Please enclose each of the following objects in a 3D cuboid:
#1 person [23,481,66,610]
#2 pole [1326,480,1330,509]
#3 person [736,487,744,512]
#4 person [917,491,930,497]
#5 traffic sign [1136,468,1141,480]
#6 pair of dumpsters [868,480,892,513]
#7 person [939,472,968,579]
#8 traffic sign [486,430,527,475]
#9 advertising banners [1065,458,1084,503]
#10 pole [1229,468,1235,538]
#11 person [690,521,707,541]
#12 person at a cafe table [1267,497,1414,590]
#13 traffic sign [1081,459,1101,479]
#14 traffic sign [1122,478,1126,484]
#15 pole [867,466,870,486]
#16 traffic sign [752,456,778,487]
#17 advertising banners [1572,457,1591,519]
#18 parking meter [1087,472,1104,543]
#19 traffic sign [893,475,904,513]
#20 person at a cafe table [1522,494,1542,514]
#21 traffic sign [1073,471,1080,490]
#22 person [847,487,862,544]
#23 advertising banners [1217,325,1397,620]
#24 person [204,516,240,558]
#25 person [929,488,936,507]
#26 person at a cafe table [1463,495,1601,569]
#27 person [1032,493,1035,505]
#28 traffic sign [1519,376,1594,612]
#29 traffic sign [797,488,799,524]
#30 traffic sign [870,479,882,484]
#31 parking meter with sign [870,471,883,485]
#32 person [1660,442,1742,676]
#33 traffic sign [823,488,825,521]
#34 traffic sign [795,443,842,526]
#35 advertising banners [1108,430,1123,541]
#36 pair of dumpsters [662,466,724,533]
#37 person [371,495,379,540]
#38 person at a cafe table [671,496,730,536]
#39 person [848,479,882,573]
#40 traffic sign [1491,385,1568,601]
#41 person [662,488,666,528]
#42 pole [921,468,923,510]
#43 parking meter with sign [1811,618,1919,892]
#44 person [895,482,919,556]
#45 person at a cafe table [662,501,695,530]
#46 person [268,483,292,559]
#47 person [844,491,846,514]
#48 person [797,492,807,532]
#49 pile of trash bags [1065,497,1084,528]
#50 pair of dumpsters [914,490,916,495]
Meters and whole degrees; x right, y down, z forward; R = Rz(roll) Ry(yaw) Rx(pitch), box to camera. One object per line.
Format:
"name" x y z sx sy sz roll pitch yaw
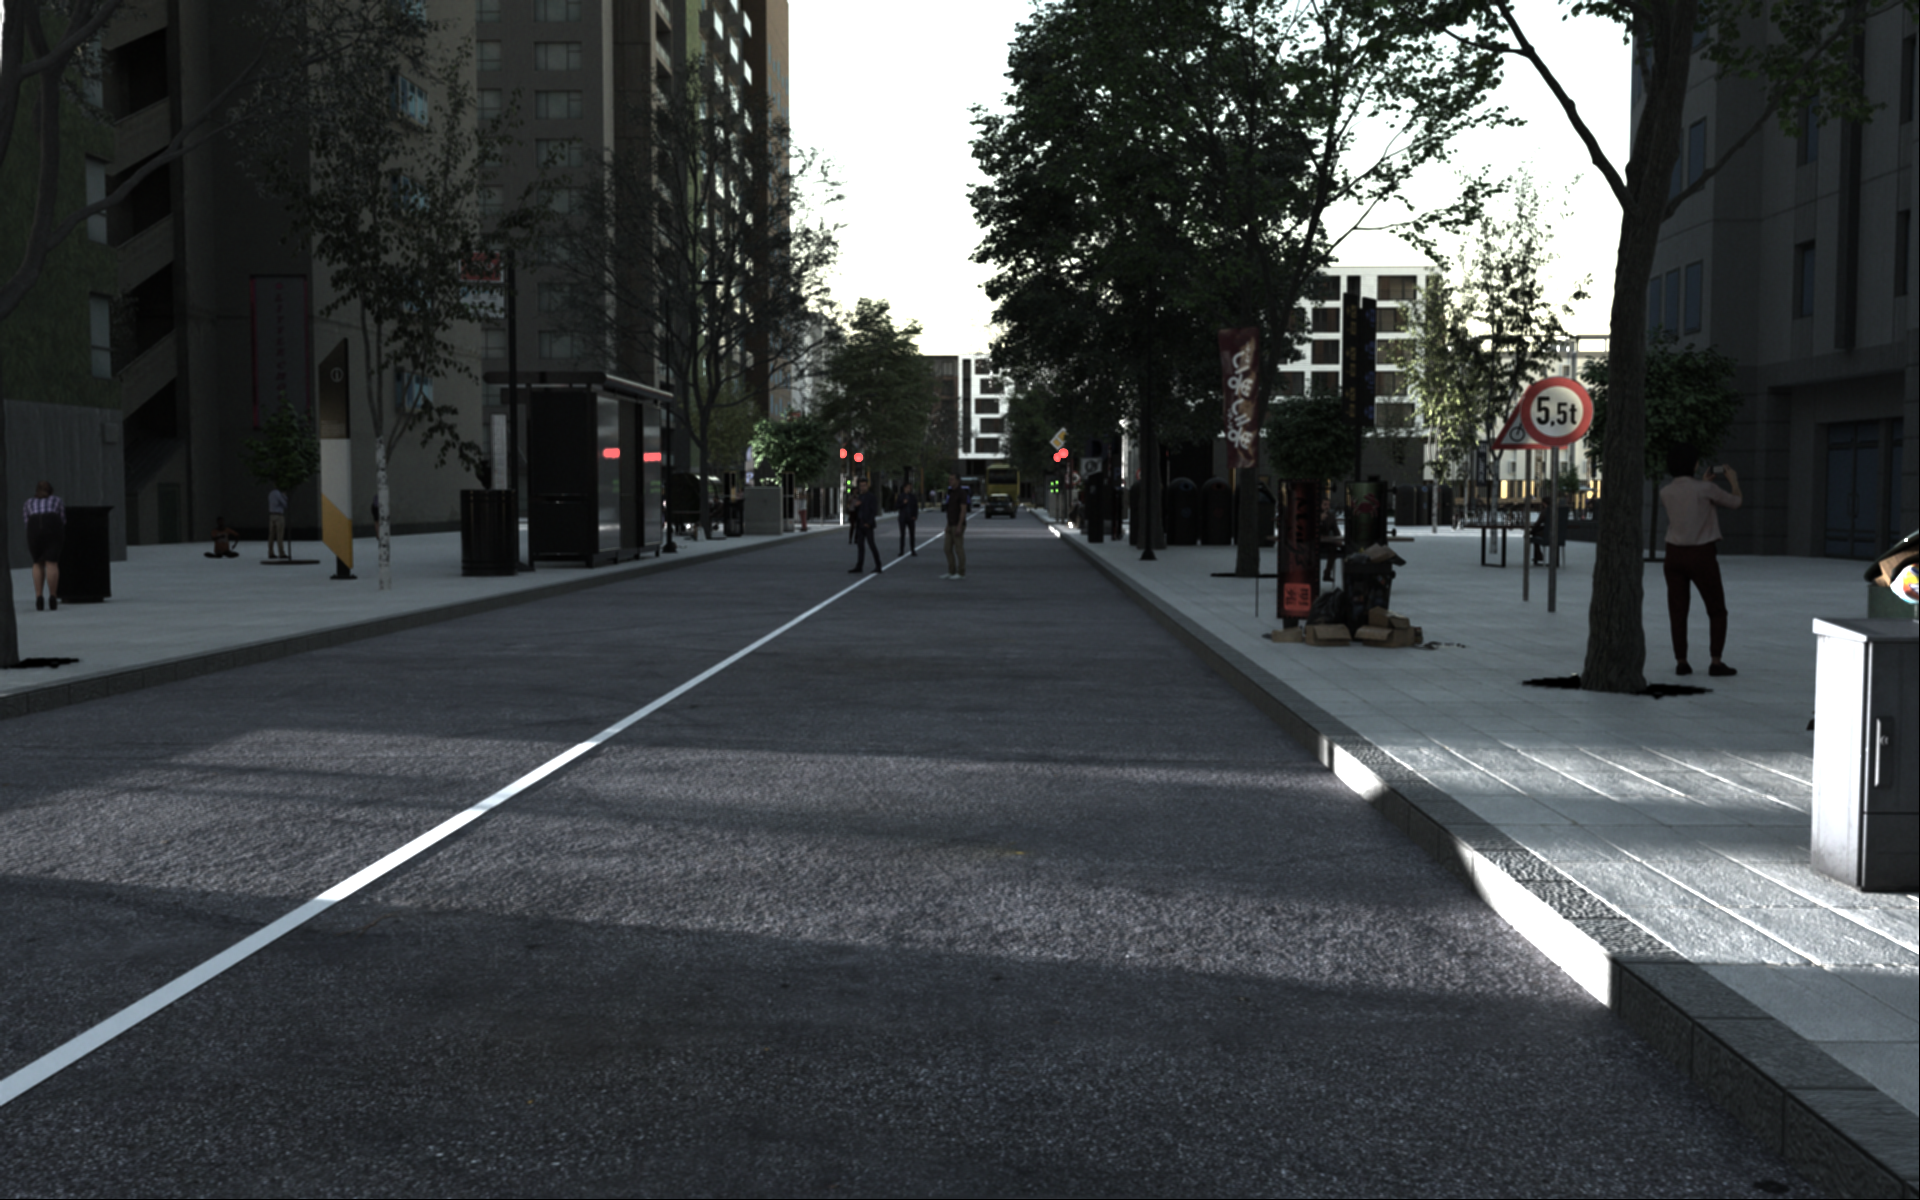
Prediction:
"person" -10.130 -0.605 19.176 0.421 1.427 0.697 -2 4 -26
"pole" 17.524 -5.424 82.525 0.158 3.312 0.155 0 3 0
"person" -11.403 -4.991 89.098 0.566 1.644 0.517 0 4 -7
"person" -3.474 -9.607 163.144 1.348 1.821 0.705 0 4 5
"traffic sign" 8.582 -4.933 80.765 0.768 2.556 0.104 0 4 3
"pair of dumpsters" -5.574 -7.179 119.872 1.574 2.255 4.437 0 4 2
"person" -0.107 -1.255 29.155 0.434 1.807 0.598 -1 4 -11
"traffic sign" -8.916 -2.086 34.105 0.884 2.594 0.081 1 4 9
"advertising banners" 5.961 -5.351 83.670 2.074 3.025 0.090 1 4 20
"pole" 8.006 -3.497 51.013 0.158 3.312 0.155 0 3 0
"person" -7.143 -1.886 47.358 0.357 0.543 0.381 2 4 31
"person at a cafe table" 4.925 -0.735 22.876 1.698 1.238 1.726 0 4 0
"traffic sign" 3.715 -2.869 49.043 0.606 2.300 0.079 1 4 8
"traffic sign" 8.762 -5.873 96.032 0.884 2.594 0.081 0 4 7
"pole" -6.466 -7.837 121.970 0.158 3.312 0.155 0 3 0
"traffic sign" -6.638 -3.607 58.978 0.884 2.594 0.081 0 4 6
"advertising banners" 25.584 -4.584 71.137 0.090 3.025 2.074 3 4 39
"parking meter" 3.574 -2.443 45.648 0.255 1.863 0.399 -3 5 -43
"traffic sign" -4.177 -7.212 118.022 0.768 2.556 0.104 1 4 10
"person at a cafe table" 37.071 -6.360 112.507 1.698 1.524 1.622 0 4 1
"traffic sign" 6.331 -5.843 95.646 0.768 2.556 0.104 1 4 9
"person" -3.002 -2.446 49.947 0.517 1.644 0.566 1 4 18
"advertising banners" 3.484 -1.312 17.632 2.074 3.025 0.090 3 5 42
"person" -14.810 -1.257 34.886 0.859 0.850 0.655 -2 4 -34
"person" -2.758 -10.108 171.182 0.709 1.838 0.599 -1 4 -16
"person at a cafe table" 10.025 -1.195 30.396 1.698 1.238 1.726 -1 4 -12
"person" 8.967 -12.230 209.231 0.599 1.433 0.991 -1 4 -21
"traffic sign" 6.443 -1.142 18.780 0.768 2.556 0.104 1 4 10
"traffic sign" -6.862 -4.358 73.381 0.606 2.300 0.079 0 4 3
"traffic sign" -5.638 -7.097 116.149 0.768 2.556 0.104 0 4 4
"parking meter with sign" -6.761 -8.363 132.996 1.738 3.016 0.543 2 4 27
"person" 5.255 -0.295 12.323 0.566 1.644 0.517 0 4 -1
"traffic sign" -6.390 -4.971 81.389 0.768 2.556 0.104 1 4 9
"traffic sign" -5.885 -4.634 69.638 2.265 3.308 0.079 0 4 3
"advertising banners" 4.285 -3.165 47.928 0.090 3.025 2.074 1 4 16
"pair of dumpsters" -9.015 -3.432 58.599 1.574 2.255 4.437 0 4 1
"person" -16.066 -2.371 48.036 0.421 1.427 0.697 -2 4 -32
"person at a cafe table" -8.026 -2.627 53.820 1.726 1.238 1.698 -1 4 -17
"person" -1.720 -1.345 31.410 0.530 1.710 0.541 -2 4 -32
"traffic sign" 6.795 -1.267 20.727 0.884 2.594 0.081 1 4 10
"person" -11.403 -3.537 66.415 0.480 1.512 0.613 -1 4 -17
"pole" -2.968 -8.662 135.470 0.158 3.312 0.155 0 3 0
"parking meter with sign" 3.750 -0.571 5.598 1.738 3.016 0.543 0 4 1
"person" -1.228 -1.872 40.022 0.541 1.710 0.530 0 4 -2
"person at a cafe table" -10.327 -3.331 62.977 1.698 1.524 1.622 -2 4 -25
"person" -13.558 -1.611 34.442 0.516 1.574 0.319 3 4 36
"person" -7.065 -5.963 106.005 0.523 1.526 0.387 2 4 32
"person" -5.385 -3.021 59.348 0.435 1.345 0.340 2 4 27
"pile of trash bags" 5.215 -3.466 66.420 1.912 1.369 3.447 0 4 -8
"pair of dumpsters" -4.414 -8.381 139.523 1.574 2.255 4.437 0 4 1
